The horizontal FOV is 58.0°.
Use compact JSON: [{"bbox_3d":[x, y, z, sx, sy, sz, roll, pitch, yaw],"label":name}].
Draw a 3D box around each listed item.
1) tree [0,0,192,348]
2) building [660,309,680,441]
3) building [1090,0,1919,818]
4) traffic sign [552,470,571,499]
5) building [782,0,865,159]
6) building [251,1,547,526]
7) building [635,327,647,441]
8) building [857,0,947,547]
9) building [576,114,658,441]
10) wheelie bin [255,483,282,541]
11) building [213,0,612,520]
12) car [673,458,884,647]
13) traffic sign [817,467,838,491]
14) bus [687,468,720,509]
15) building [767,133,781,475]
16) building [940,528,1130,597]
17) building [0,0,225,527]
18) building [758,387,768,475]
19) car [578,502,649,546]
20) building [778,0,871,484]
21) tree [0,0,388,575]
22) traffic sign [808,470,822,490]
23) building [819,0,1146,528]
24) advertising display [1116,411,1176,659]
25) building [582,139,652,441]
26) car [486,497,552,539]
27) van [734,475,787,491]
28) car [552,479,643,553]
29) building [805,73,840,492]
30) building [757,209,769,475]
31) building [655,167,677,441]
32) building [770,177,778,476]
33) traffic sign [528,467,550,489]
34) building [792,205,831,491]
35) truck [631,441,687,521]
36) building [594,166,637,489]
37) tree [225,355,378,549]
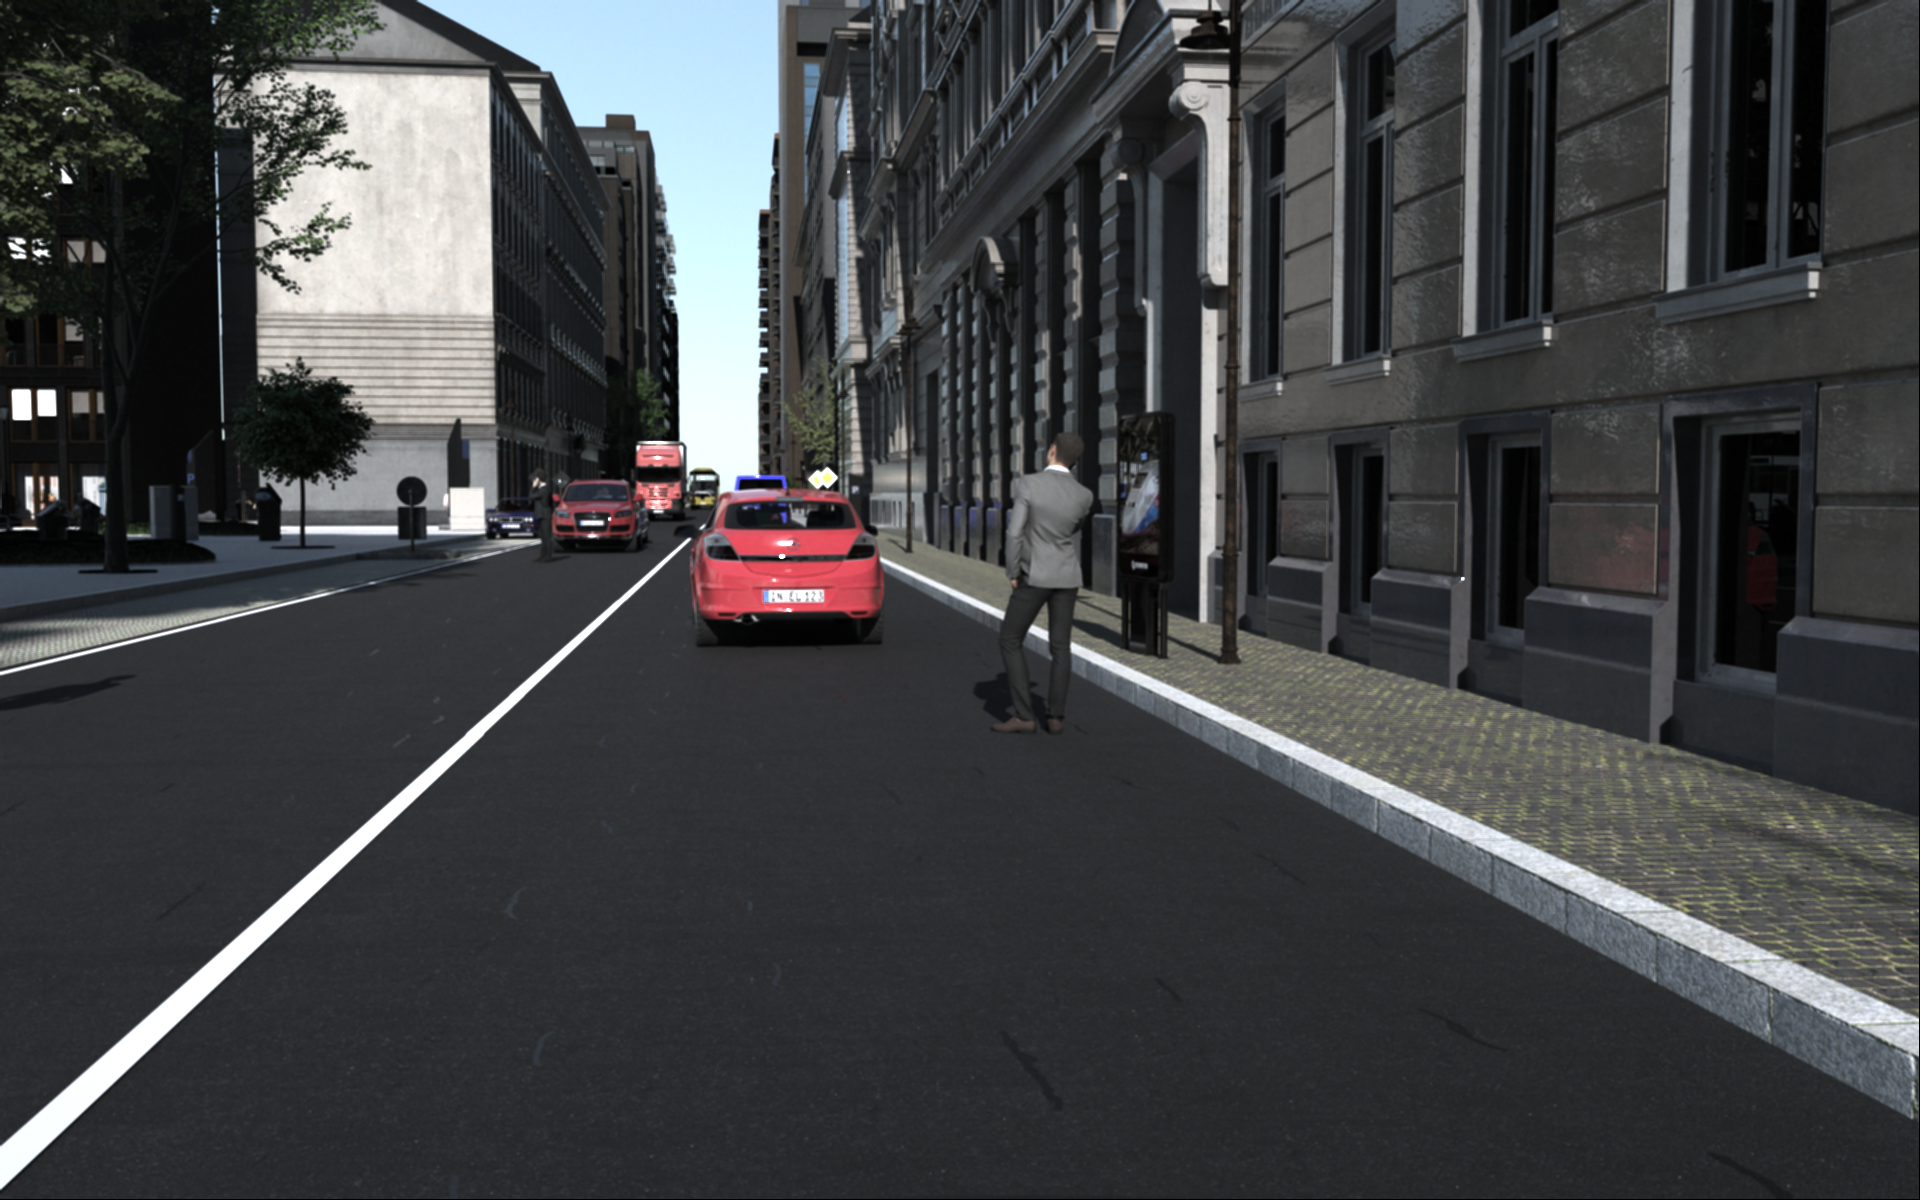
[{"bbox_3d":[-11.074,-6.016,16.486,7.486,12.596,7.792,0,3,0],"label":"tree"},{"bbox_3d":[-50.282,-30.169,264.956,14.160,30.474,14.107,0,4,-7],"label":"building"},{"bbox_3d":[9.460,-13.754,10.782,13.634,28.700,20.117,0,4,-7],"label":"building"},{"bbox_3d":[-16.283,-4.107,70.785,0.795,2.450,0.064,0,4,-7],"label":"traffic sign"},{"bbox_3d":[-9.003,-31.074,158.173,14.600,45.320,14.200,0,4,-7],"label":"building"},{"bbox_3d":[-24.521,-13.999,78.040,9.793,20.994,18.267,0,4,-7],"label":"building"},{"bbox_3d":[-45.919,-20.014,172.273,27.650,21.520,28.899,0,4,-7],"label":"building"},{"bbox_3d":[4.254,-16.220,52.595,14.401,28.519,23.554,0,4,-7],"label":"building"},{"bbox_3d":[-43.759,-34.122,208.013,14.600,45.320,14.200,0,4,-7],"label":"building"},{"bbox_3d":[-18.975,-2.423,47.518,0.693,1.594,0.980,-2,4,-25],"label":"wheelie bin"},{"bbox_3d":[-31.745,-20.295,108.242,17.030,29.872,44.131,0,4,-7],"label":"building"},{"bbox_3d":[-1.861,-0.539,17.848,2.155,1.783,4.494,-1,4,-9],"label":"car"},{"bbox_3d":[-4.908,-3.701,64.162,0.795,2.450,0.064,0,4,-7],"label":"traffic sign"},{"bbox_3d":[-24.337,-10.611,165.034,2.896,3.916,12.252,0,4,-6],"label":"bus"},{"bbox_3d":[-11.467,-33.895,208.809,22.147,44.769,28.867,0,4,-7],"label":"building"},{"bbox_3d":[5.466,-12.337,30.588,11.050,23.489,19.941,0,4,-7],"label":"building"},{"bbox_3d":[-41.034,-14.834,72.217,15.834,23.373,12.332,0,4,-7],"label":"building"},{"bbox_3d":[-19.992,-27.357,292.327,27.650,21.520,28.899,0,4,-7],"label":"building"},{"bbox_3d":[-9.897,-2.298,49.569,2.014,1.417,4.499,0,4,-6],"label":"car"},{"bbox_3d":[-8.152,-38.974,179.216,21.231,58.520,28.212,0,4,-7],"label":"building"},{"bbox_3d":[-13.592,-6.250,27.946,9.928,11.665,9.643,0,3,0],"label":"tree"},{"bbox_3d":[-5.920,-4.186,72.083,0.795,2.450,0.064,0,4,-7],"label":"traffic sign"},{"bbox_3d":[4.013,-15.183,77.122,19.941,23.489,11.050,0,4,-7],"label":"building"},{"bbox_3d":[1.477,-0.528,13.852,0.123,1.923,0.974,-1,4,-15],"label":"advertising display"},{"bbox_3d":[-42.116,-31.214,193.936,14.154,41.232,14.086,0,4,-7],"label":"building"},{"bbox_3d":[-14.232,-2.658,56.043,1.945,1.354,3.894,0,4,-6],"label":"car"},{"bbox_3d":[-6.781,-3.339,58.973,2.240,2.365,5.245,0,4,-7],"label":"van"},{"bbox_3d":[-9.158,-2.157,43.936,2.281,1.827,5.304,0,4,-8],"label":"car"},{"bbox_3d":[-1.842,-19.109,105.941,14.314,27.812,24.014,0,4,-7],"label":"building"},{"bbox_3d":[-19.271,-37.126,261.637,22.147,44.769,28.867,0,4,-7],"label":"building"},{"bbox_3d":[-52.184,-38.023,241.285,23.786,49.044,30.456,0,4,-7],"label":"building"},{"bbox_3d":[-19.053,-36.015,238.948,14.600,45.320,14.200,0,4,-7],"label":"building"},{"bbox_3d":[-15.271,-3.622,62.864,0.795,2.450,0.064,0,4,-7],"label":"traffic sign"},{"bbox_3d":[-4.276,-18.330,132.984,16.112,22.955,30.059,0,4,-7],"label":"building"},{"bbox_3d":[-16.249,-6.450,94.373,2.839,4.237,11.283,0,4,-8],"label":"truck"},{"bbox_3d":[-35.858,-23.231,151.527,14.160,30.474,14.107,0,4,-7],"label":"building"},{"bbox_3d":[-15.571,-3.501,40.960,4.285,4.588,4.351,0,3,0],"label":"tree"}]
